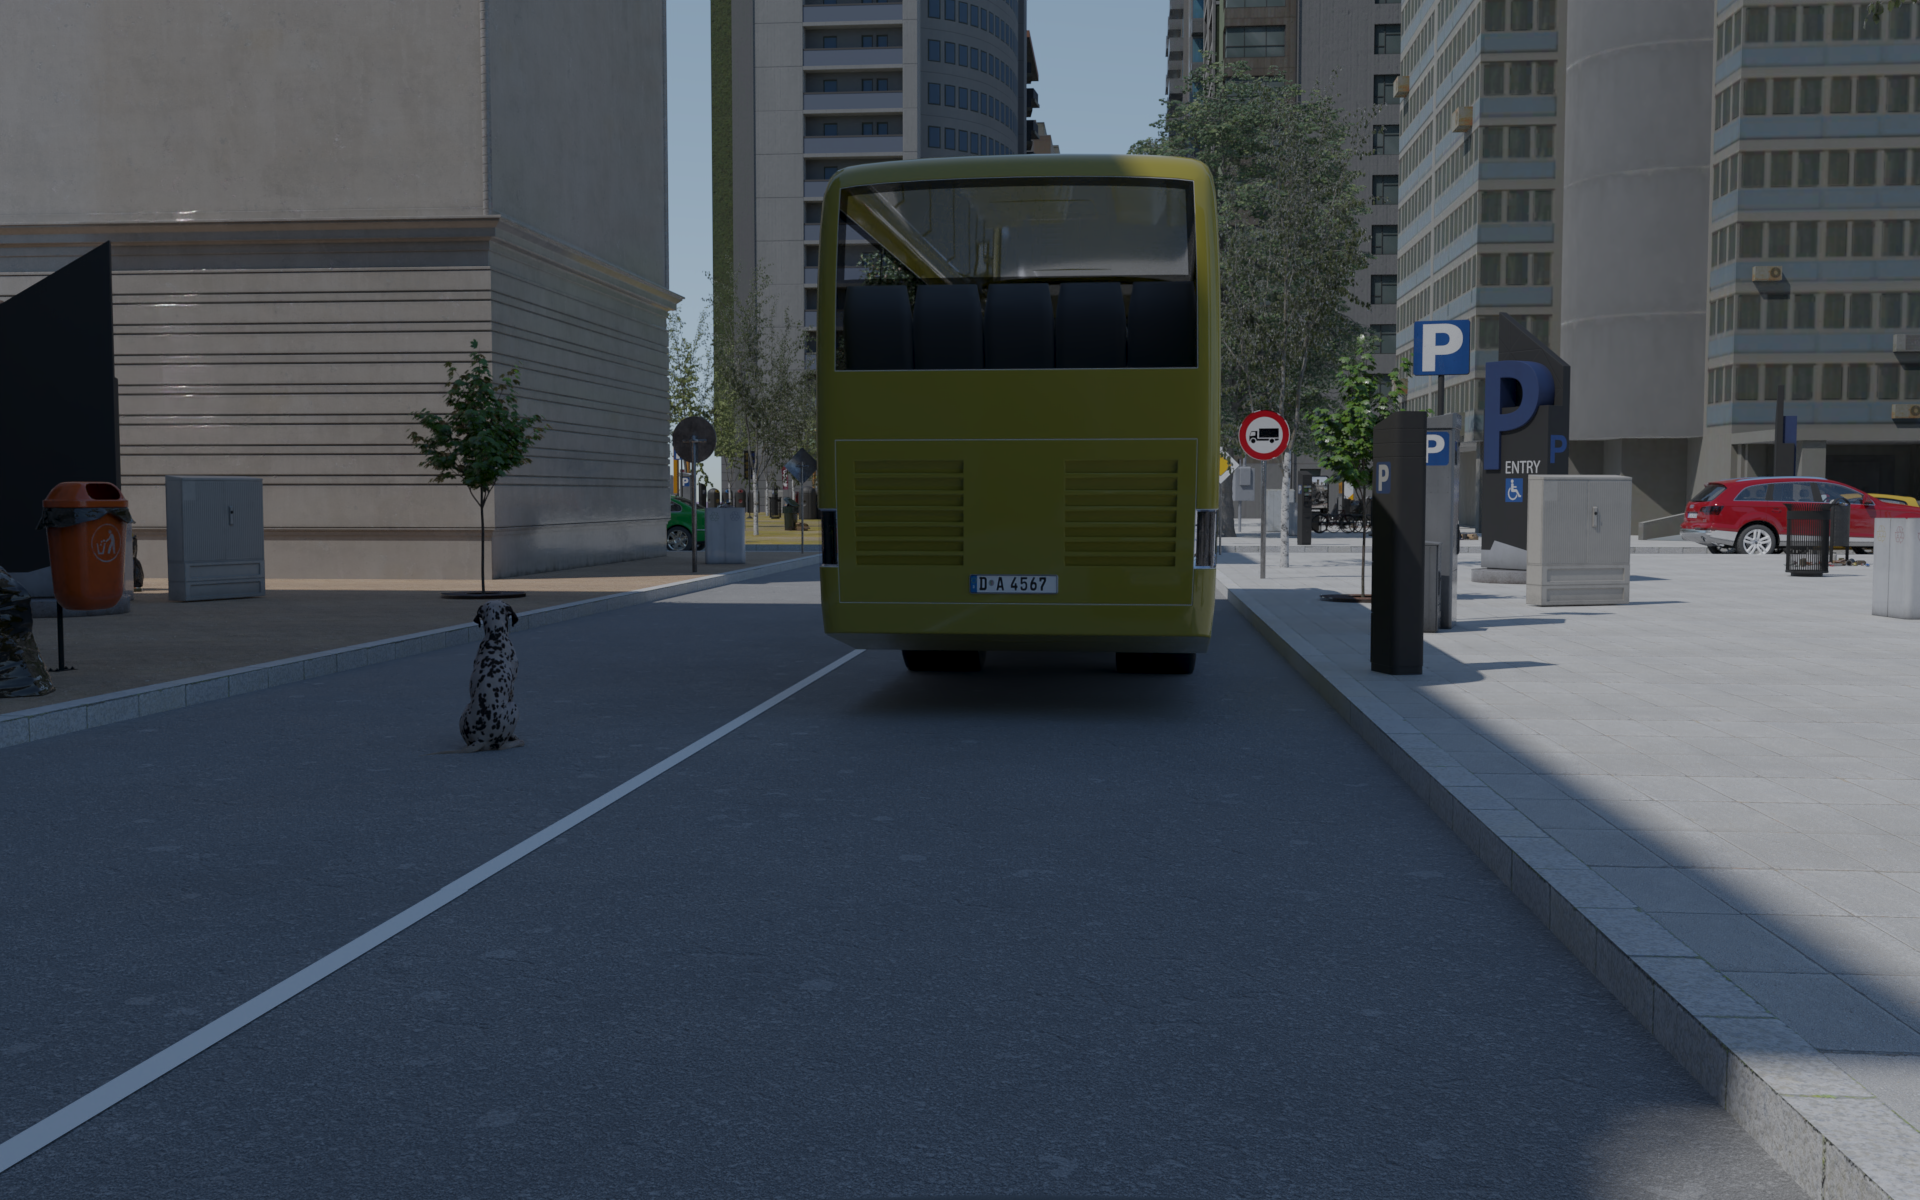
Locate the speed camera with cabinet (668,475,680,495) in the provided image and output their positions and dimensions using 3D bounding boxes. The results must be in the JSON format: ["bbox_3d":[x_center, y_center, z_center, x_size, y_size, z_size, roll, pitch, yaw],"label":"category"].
[{"bbox_3d":[-13.558,-5.443,83.328,2.038,3.252,0.660,3,5,43],"label":"speed camera with cabinet"}]

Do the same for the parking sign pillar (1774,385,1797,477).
[{"bbox_3d":[20.658,-3.361,43.432,1.447,3.967,1.447,2,4,23],"label":"parking sign pillar"}]

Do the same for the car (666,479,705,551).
[{"bbox_3d":[-8.001,-2.047,42.259,4.718,1.807,1.959,0,4,5],"label":"car"}]

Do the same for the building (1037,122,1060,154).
[{"bbox_3d":[2.769,-37.082,229.987,21.300,48.544,21.600,0,4,5],"label":"building"}]

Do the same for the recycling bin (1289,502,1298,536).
[{"bbox_3d":[10.288,-2.472,52.968,0.722,1.027,0.722,2,4,32],"label":"recycling bin"}]

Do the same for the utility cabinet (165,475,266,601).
[{"bbox_3d":[-8.989,-0.751,20.958,0.318,1.500,1.173,2,4,27],"label":"utility cabinet"}]

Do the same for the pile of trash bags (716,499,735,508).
[{"bbox_3d":[-7.475,-2.241,46.394,3.447,1.369,1.912,1,4,21],"label":"pile of trash bags"}]

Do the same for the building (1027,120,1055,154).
[{"bbox_3d":[4.446,-34.356,211.831,14.600,45.320,14.200,0,4,5],"label":"building"}]

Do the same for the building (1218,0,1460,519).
[{"bbox_3d":[21.159,-19.798,95.402,14.160,30.474,14.107,0,4,5],"label":"building"}]

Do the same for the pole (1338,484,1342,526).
[{"bbox_3d":[15.221,-4.603,69.094,0.158,3.312,0.155,0,3,0],"label":"pole"}]

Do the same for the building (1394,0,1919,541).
[{"bbox_3d":[28.660,-22.521,60.106,23.993,40.220,32.217,0,4,5],"label":"building"}]

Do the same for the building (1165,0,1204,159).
[{"bbox_3d":[29.375,-32.628,153.068,23.786,49.044,30.456,0,4,5],"label":"building"}]

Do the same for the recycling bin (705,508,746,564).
[{"bbox_3d":[-4.328,-1.187,31.960,0.722,1.027,0.722,0,4,-6],"label":"recycling bin"}]

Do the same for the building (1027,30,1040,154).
[{"bbox_3d":[-3.956,-31.098,163.081,22.147,44.769,28.867,0,4,5],"label":"building"}]

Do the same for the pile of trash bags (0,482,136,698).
[{"bbox_3d":[-6.709,-0.085,11.136,1.912,1.369,3.447,1,4,17],"label":"pile of trash bags"}]

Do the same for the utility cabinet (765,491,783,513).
[{"bbox_3d":[-12.231,-6.436,113.912,1.173,1.500,0.318,0,4,-5],"label":"utility cabinet"}]

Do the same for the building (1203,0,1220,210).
[{"bbox_3d":[26.383,-42.130,127.076,20.563,71.187,20.611,0,4,5],"label":"building"}]

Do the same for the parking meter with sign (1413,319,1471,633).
[{"bbox_3d":[4.549,-1.250,16.694,0.543,3.016,1.738,1,4,20],"label":"parking meter with sign"}]

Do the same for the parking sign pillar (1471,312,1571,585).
[{"bbox_3d":[8.202,-2.242,25.132,1.447,3.967,1.447,-2,4,-26],"label":"parking sign pillar"}]

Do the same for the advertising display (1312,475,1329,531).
[{"bbox_3d":[12.318,-3.361,60.161,0.974,1.923,0.123,2,4,25],"label":"advertising display"}]

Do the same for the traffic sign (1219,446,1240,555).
[{"bbox_3d":[5.465,-2.001,36.364,0.795,2.450,0.064,0,4,5],"label":"traffic sign"}]

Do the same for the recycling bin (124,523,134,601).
[{"bbox_3d":[-10.296,-0.488,20.541,0.722,1.027,0.722,0,4,-8],"label":"recycling bin"}]

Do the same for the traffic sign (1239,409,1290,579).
[{"bbox_3d":[4.595,-1.596,26.194,0.768,2.556,0.104,1,4,14],"label":"traffic sign"}]

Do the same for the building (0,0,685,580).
[{"bbox_3d":[-16.212,-11.919,31.032,21.152,22.565,11.583,0,4,5],"label":"building"}]

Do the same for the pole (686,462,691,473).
[{"bbox_3d":[-11.265,-4.766,71.763,0.158,3.312,0.155,0,3,0],"label":"pole"}]

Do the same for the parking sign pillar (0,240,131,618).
[{"bbox_3d":[-9.692,-1.834,18.451,1.447,3.967,1.447,-1,4,-19],"label":"parking sign pillar"}]

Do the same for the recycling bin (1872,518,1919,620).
[{"bbox_3d":[10.014,-0.333,17.994,0.722,1.027,0.722,0,3,0],"label":"recycling bin"}]

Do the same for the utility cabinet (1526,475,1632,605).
[{"bbox_3d":[7.107,-0.684,19.867,1.173,1.500,0.318,-1,4,-16],"label":"utility cabinet"}]

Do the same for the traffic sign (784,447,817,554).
[{"bbox_3d":[-3.387,-2.054,37.224,0.795,2.450,0.064,0,4,5],"label":"traffic sign"}]

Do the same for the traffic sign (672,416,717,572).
[{"bbox_3d":[-4.350,-1.725,28.315,0.768,2.556,0.104,1,4,12],"label":"traffic sign"}]

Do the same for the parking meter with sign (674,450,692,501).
[{"bbox_3d":[-9.616,-3.981,61.344,0.543,3.016,1.738,0,4,7],"label":"parking meter with sign"}]

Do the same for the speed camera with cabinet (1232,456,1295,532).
[{"bbox_3d":[10.301,-3.941,58.777,2.038,3.252,0.660,0,4,-2],"label":"speed camera with cabinet"}]

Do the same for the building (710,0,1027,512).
[{"bbox_3d":[-6.116,-36.221,134.211,21.231,58.520,28.212,0,4,5],"label":"building"}]

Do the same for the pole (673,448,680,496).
[{"bbox_3d":[-10.160,-4.171,62.041,0.158,3.312,0.155,0,3,0],"label":"pole"}]

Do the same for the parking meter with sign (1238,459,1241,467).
[{"bbox_3d":[12.982,-5.471,85.714,1.738,3.016,0.543,1,4,16],"label":"parking meter with sign"}]

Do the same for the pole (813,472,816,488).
[{"bbox_3d":[-9.097,-6.993,108.179,0.158,3.312,0.155,0,3,0],"label":"pole"}]

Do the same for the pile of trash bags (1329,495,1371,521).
[{"bbox_3d":[18.248,-4.477,82.959,3.447,1.369,1.912,0,4,-3],"label":"pile of trash bags"}]
